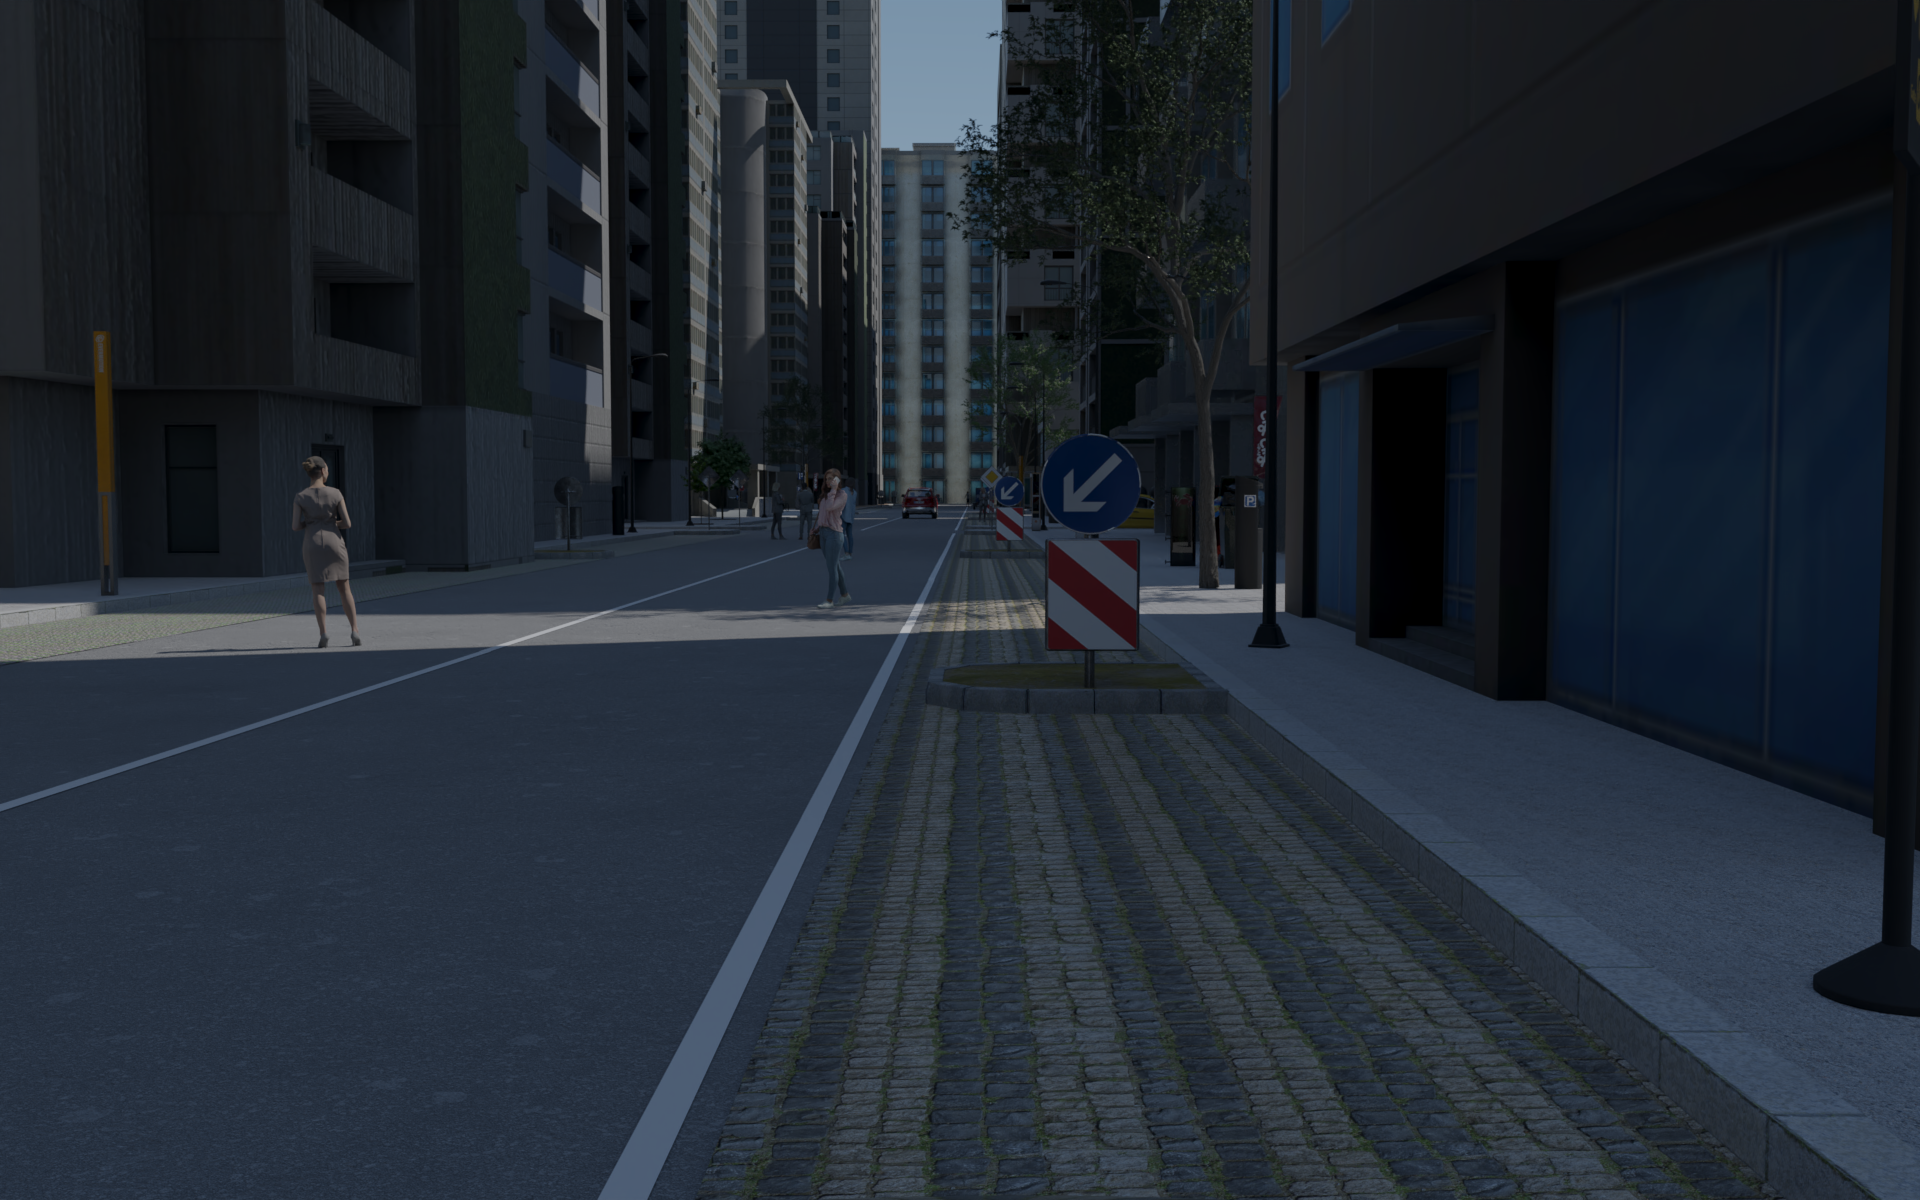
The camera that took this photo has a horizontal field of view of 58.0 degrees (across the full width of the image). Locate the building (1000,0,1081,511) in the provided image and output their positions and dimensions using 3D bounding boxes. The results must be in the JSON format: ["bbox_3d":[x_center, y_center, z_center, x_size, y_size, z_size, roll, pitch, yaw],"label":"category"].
[{"bbox_3d":[16.631,-32.822,125.886,28.713,52.752,27.495,0,4,0],"label":"building"}]

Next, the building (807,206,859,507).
[{"bbox_3d":[-17.809,-24.699,175.531,14.160,30.474,14.107,0,4,0],"label":"building"}]

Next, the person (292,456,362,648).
[{"bbox_3d":[-5.910,-0.448,16.162,0.599,1.781,0.374,-1,4,-23],"label":"person"}]

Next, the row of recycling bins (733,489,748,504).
[{"bbox_3d":[-16.571,-7.627,131.813,3.534,1.692,1.069,0,4,7],"label":"row of recycling bins"}]

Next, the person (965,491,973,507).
[{"bbox_3d":[0.919,-11.037,189.734,0.721,1.735,1.217,-3,5,-44],"label":"person"}]

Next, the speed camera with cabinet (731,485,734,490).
[{"bbox_3d":[-16.767,-8.557,134.238,2.038,3.252,0.660,0,4,5],"label":"speed camera with cabinet"}]

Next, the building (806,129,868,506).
[{"bbox_3d":[-17.583,-30.928,189.272,14.154,41.232,14.086,0,4,0],"label":"building"}]

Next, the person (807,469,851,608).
[{"bbox_3d":[-1.587,-0.784,21.904,0.643,1.750,0.593,-2,4,-35],"label":"person"}]

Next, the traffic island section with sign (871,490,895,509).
[{"bbox_3d":[-7.732,-9.953,171.362,1.989,1.847,2.006,0,4,0],"label":"traffic island section with sign"}]

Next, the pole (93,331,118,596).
[{"bbox_3d":[-10.763,-1.711,21.823,0.158,3.312,0.155,0,3,0],"label":"pole"}]

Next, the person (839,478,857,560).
[{"bbox_3d":[-2.452,-1.764,37.613,0.793,1.790,0.793,0,4,1],"label":"person"}]

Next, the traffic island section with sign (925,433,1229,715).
[{"bbox_3d":[0.761,-0.215,12.151,1.989,1.847,2.006,0,4,0],"label":"traffic island section with sign"}]

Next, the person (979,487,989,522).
[{"bbox_3d":[1.227,-4.892,88.660,0.537,1.800,0.526,0,4,8],"label":"person"}]

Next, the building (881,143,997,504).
[{"bbox_3d":[-3.587,-37.873,238.830,30.456,49.044,23.786,0,4,0],"label":"building"}]

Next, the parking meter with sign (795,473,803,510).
[{"bbox_3d":[-13.054,-8.855,141.046,0.543,3.016,1.738,0,4,5],"label":"parking meter with sign"}]

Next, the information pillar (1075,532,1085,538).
[{"bbox_3d":[3.127,-2.403,43.776,0.304,2.012,0.304,3,5,44],"label":"information pillar"}]

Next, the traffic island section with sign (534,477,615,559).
[{"bbox_3d":[-8.795,-1.834,38.606,1.989,1.847,2.006,0,4,0],"label":"traffic island section with sign"}]

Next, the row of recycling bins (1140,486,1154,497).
[{"bbox_3d":[8.057,-4.578,81.963,3.534,1.692,1.069,0,4,-4],"label":"row of recycling bins"}]

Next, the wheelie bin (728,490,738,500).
[{"bbox_3d":[-16.136,-6.998,122.328,0.980,1.594,0.693,-1,4,-9],"label":"wheelie bin"}]

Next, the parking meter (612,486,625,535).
[{"bbox_3d":[-10.649,-2.785,53.953,0.372,1.533,0.369,0,3,0],"label":"parking meter"}]

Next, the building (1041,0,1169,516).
[{"bbox_3d":[15.093,-39.997,92.200,20.563,71.187,20.611,0,4,0],"label":"building"}]

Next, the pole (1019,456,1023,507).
[{"bbox_3d":[3.256,-6.021,92.288,0.158,3.312,0.155,0,3,0],"label":"pole"}]

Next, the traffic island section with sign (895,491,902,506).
[{"bbox_3d":[-7.501,-11.662,199.304,1.989,1.847,2.006,0,4,0],"label":"traffic island section with sign"}]

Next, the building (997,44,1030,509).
[{"bbox_3d":[14.620,-34.032,180.132,21.300,48.544,21.600,0,4,0],"label":"building"}]

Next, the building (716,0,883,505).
[{"bbox_3d":[-20.220,-47.136,208.920,20.611,71.187,20.563,0,4,0],"label":"building"}]

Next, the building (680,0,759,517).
[{"bbox_3d":[-27.631,-25.193,103.789,32.217,40.220,23.993,0,4,0],"label":"building"}]

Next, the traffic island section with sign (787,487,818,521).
[{"bbox_3d":[-8.346,-5.230,94.146,1.989,1.847,2.006,0,4,0],"label":"traffic island section with sign"}]

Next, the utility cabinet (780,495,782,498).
[{"bbox_3d":[-15.294,-8.110,143.766,1.020,1.237,0.306,1,4,14],"label":"utility cabinet"}]

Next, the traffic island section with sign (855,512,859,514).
[{"bbox_3d":[-8.134,-6.914,121.667,1.989,1.847,2.006,0,4,0],"label":"traffic island section with sign"}]

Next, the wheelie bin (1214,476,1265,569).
[{"bbox_3d":[4.843,-1.341,29.836,0.980,1.594,0.693,0,4,-1],"label":"wheelie bin"}]

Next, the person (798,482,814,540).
[{"bbox_3d":[-4.856,-2.808,54.594,0.511,1.800,0.466,-1,4,-10],"label":"person"}]

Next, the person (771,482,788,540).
[{"bbox_3d":[-5.710,-2.806,54.564,0.526,1.800,0.537,-1,4,-10],"label":"person"}]

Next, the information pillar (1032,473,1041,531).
[{"bbox_3d":[2.644,-3.391,59.942,0.304,2.012,0.304,0,4,8],"label":"information pillar"}]

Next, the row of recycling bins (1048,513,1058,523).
[{"bbox_3d":[5.651,-4.217,76.069,3.534,1.692,1.069,0,4,-1],"label":"row of recycling bins"}]

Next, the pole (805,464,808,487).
[{"bbox_3d":[-10.413,-7.568,117.582,0.158,3.312,0.155,0,3,0],"label":"pole"}]

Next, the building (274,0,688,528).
[{"bbox_3d":[-20.357,-18.674,77.027,14.160,30.474,14.107,0,4,0],"label":"building"}]

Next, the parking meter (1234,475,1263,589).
[{"bbox_3d":[3.907,-0.919,23.436,0.372,1.533,0.369,0,3,0],"label":"parking meter"}]

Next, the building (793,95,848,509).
[{"bbox_3d":[-26.643,-28.404,156.289,32.217,40.220,23.993,0,4,0],"label":"building"}]

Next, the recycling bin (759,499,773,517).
[{"bbox_3d":[-10.848,-5.199,97.553,0.722,1.027,0.722,1,4,21],"label":"recycling bin"}]
